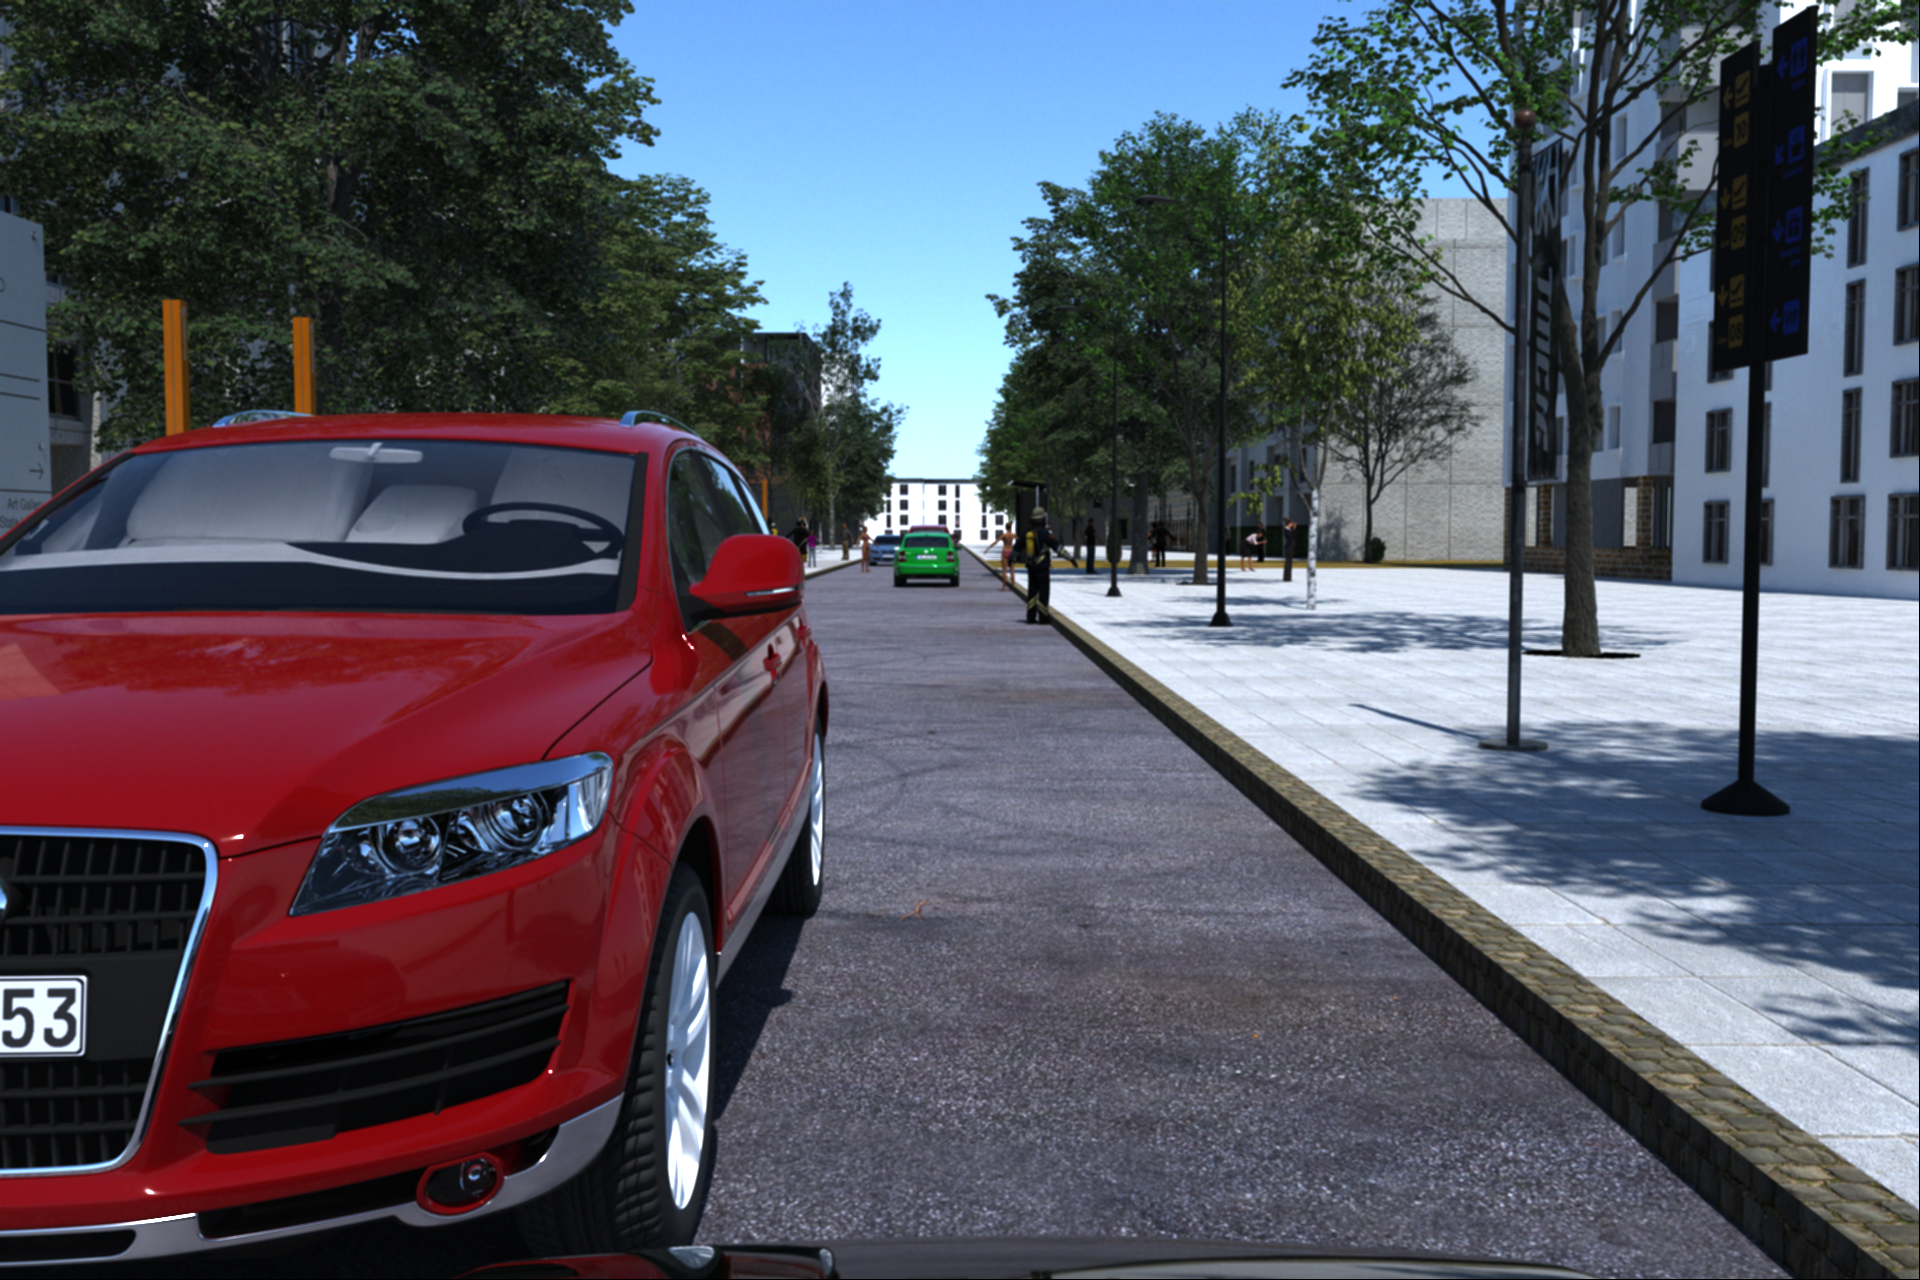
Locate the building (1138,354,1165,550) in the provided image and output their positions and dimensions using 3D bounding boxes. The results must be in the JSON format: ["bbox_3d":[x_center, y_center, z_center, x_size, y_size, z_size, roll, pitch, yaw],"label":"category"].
[{"bbox_3d":[24.904,-19.131,143.717,19.493,23.208,18.063,0,3,0],"label":"building"}]

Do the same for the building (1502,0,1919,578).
[{"bbox_3d":[24.279,-12.408,59.291,16.016,20.090,11.380,0,4,-1],"label":"building"}]

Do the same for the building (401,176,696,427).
[{"bbox_3d":[-26.119,-14.335,100.829,16.747,18.905,31.486,0,4,0],"label":"building"}]

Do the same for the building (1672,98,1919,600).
[{"bbox_3d":[22.982,-5.436,31.025,9.099,9.664,28.070,0,3,0],"label":"building"}]

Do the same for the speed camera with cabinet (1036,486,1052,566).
[{"bbox_3d":[3.398,-4.682,70.893,0.660,3.252,2.038,0,4,-1],"label":"speed camera with cabinet"}]

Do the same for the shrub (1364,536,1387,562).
[{"bbox_3d":[19.090,-4.186,79.559,1.383,1.207,1.383,0,3,0],"label":"shrub"}]

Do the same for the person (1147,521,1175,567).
[{"bbox_3d":[7.808,-3.750,67.491,1.347,1.806,0.705,-1,4,-18],"label":"person"}]

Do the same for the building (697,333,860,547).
[{"bbox_3d":[-26.049,-21.290,192.066,27.936,21.610,32.646,0,4,0],"label":"building"}]

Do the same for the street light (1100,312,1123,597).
[{"bbox_3d":[3.701,-3.842,35.366,1.470,5.913,1.316,0,4,-1],"label":"street light"}]

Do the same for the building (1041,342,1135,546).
[{"bbox_3d":[22.522,-21.823,200.773,27.936,21.610,32.646,0,4,-1],"label":"building"}]

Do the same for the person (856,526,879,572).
[{"bbox_3d":[-3.513,-3.440,65.497,0.721,1.733,1.217,3,5,40],"label":"person"}]

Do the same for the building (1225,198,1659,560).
[{"bbox_3d":[25.811,-14.275,99.850,16.747,18.905,31.486,0,3,0],"label":"building"}]

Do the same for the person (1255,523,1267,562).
[{"bbox_3d":[13.595,-4.419,78.475,0.704,1.802,1.346,-1,4,-23],"label":"person"}]

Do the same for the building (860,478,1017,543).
[{"bbox_3d":[-5.282,-19.286,259.925,28.070,9.664,9.099,0,4,4],"label":"building"}]

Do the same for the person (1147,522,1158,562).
[{"bbox_3d":[8.842,-4.457,79.019,0.704,1.843,1.345,3,5,40],"label":"person"}]

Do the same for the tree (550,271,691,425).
[{"bbox_3d":[-8.939,-5.900,46.828,4.360,8.622,3.978,0,3,0],"label":"tree"}]

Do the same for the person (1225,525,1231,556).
[{"bbox_3d":[15.743,-5.862,101.976,0.705,1.813,1.348,0,4,-2],"label":"person"}]

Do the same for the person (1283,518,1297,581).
[{"bbox_3d":[8.976,-2.442,46.779,0.445,1.727,0.742,-2,4,-24],"label":"person"}]

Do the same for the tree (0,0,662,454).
[{"bbox_3d":[-8.848,-7.171,23.902,9.857,13.997,8.962,0,3,0],"label":"tree"}]

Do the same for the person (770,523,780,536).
[{"bbox_3d":[-9.535,-5.032,88.249,0.705,1.833,1.349,2,4,31],"label":"person"}]

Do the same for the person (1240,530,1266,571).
[{"bbox_3d":[10.028,-3.073,59.473,0.799,1.438,0.628,-1,4,-11],"label":"person"}]

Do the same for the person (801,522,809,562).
[{"bbox_3d":[-7.096,-4.422,78.432,0.704,1.812,1.346,1,4,19],"label":"person"}]

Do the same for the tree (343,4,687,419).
[{"bbox_3d":[-9.651,-7.285,37.229,7.486,12.596,7.792,0,3,0],"label":"tree"}]

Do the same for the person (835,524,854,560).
[{"bbox_3d":[-5.689,-4.858,85.706,1.348,1.796,0.705,3,5,44],"label":"person"}]

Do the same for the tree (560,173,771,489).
[{"bbox_3d":[-9.655,-8.386,55.231,7.486,12.596,7.792,0,3,0],"label":"tree"}]

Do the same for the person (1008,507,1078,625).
[{"bbox_3d":[1.264,-1.179,27.510,1.354,1.856,0.705,3,5,39],"label":"person"}]

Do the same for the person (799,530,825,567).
[{"bbox_3d":[-5.726,-3.529,66.965,0.991,1.433,0.599,0,4,-7],"label":"person"}]

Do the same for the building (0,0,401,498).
[{"bbox_3d":[-29.140,-11.213,49.786,16.747,18.905,31.486,0,4,-1],"label":"building"}]

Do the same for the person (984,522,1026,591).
[{"bbox_3d":[1.184,-2.100,43.599,1.217,1.733,0.721,-1,4,-21],"label":"person"}]

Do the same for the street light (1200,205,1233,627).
[{"bbox_3d":[4.171,-3.142,23.920,1.470,5.913,1.316,0,4,-1],"label":"street light"}]

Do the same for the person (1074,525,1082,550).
[{"bbox_3d":[6.744,-5.698,99.289,0.704,1.817,1.347,1,4,15],"label":"person"}]

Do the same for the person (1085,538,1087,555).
[{"bbox_3d":[7.794,-6.026,104.705,0.705,1.806,1.347,1,4,21],"label":"person"}]

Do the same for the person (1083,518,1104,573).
[{"bbox_3d":[4.296,-3.074,56.477,0.705,1.803,1.348,-1,4,-22],"label":"person"}]

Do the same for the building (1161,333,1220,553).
[{"bbox_3d":[25.085,-18.008,125.363,19.493,23.208,18.063,0,3,0],"label":"building"}]

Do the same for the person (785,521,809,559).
[{"bbox_3d":[-6.904,-4.162,73.980,1.347,1.837,0.705,-1,4,-10],"label":"person"}]
